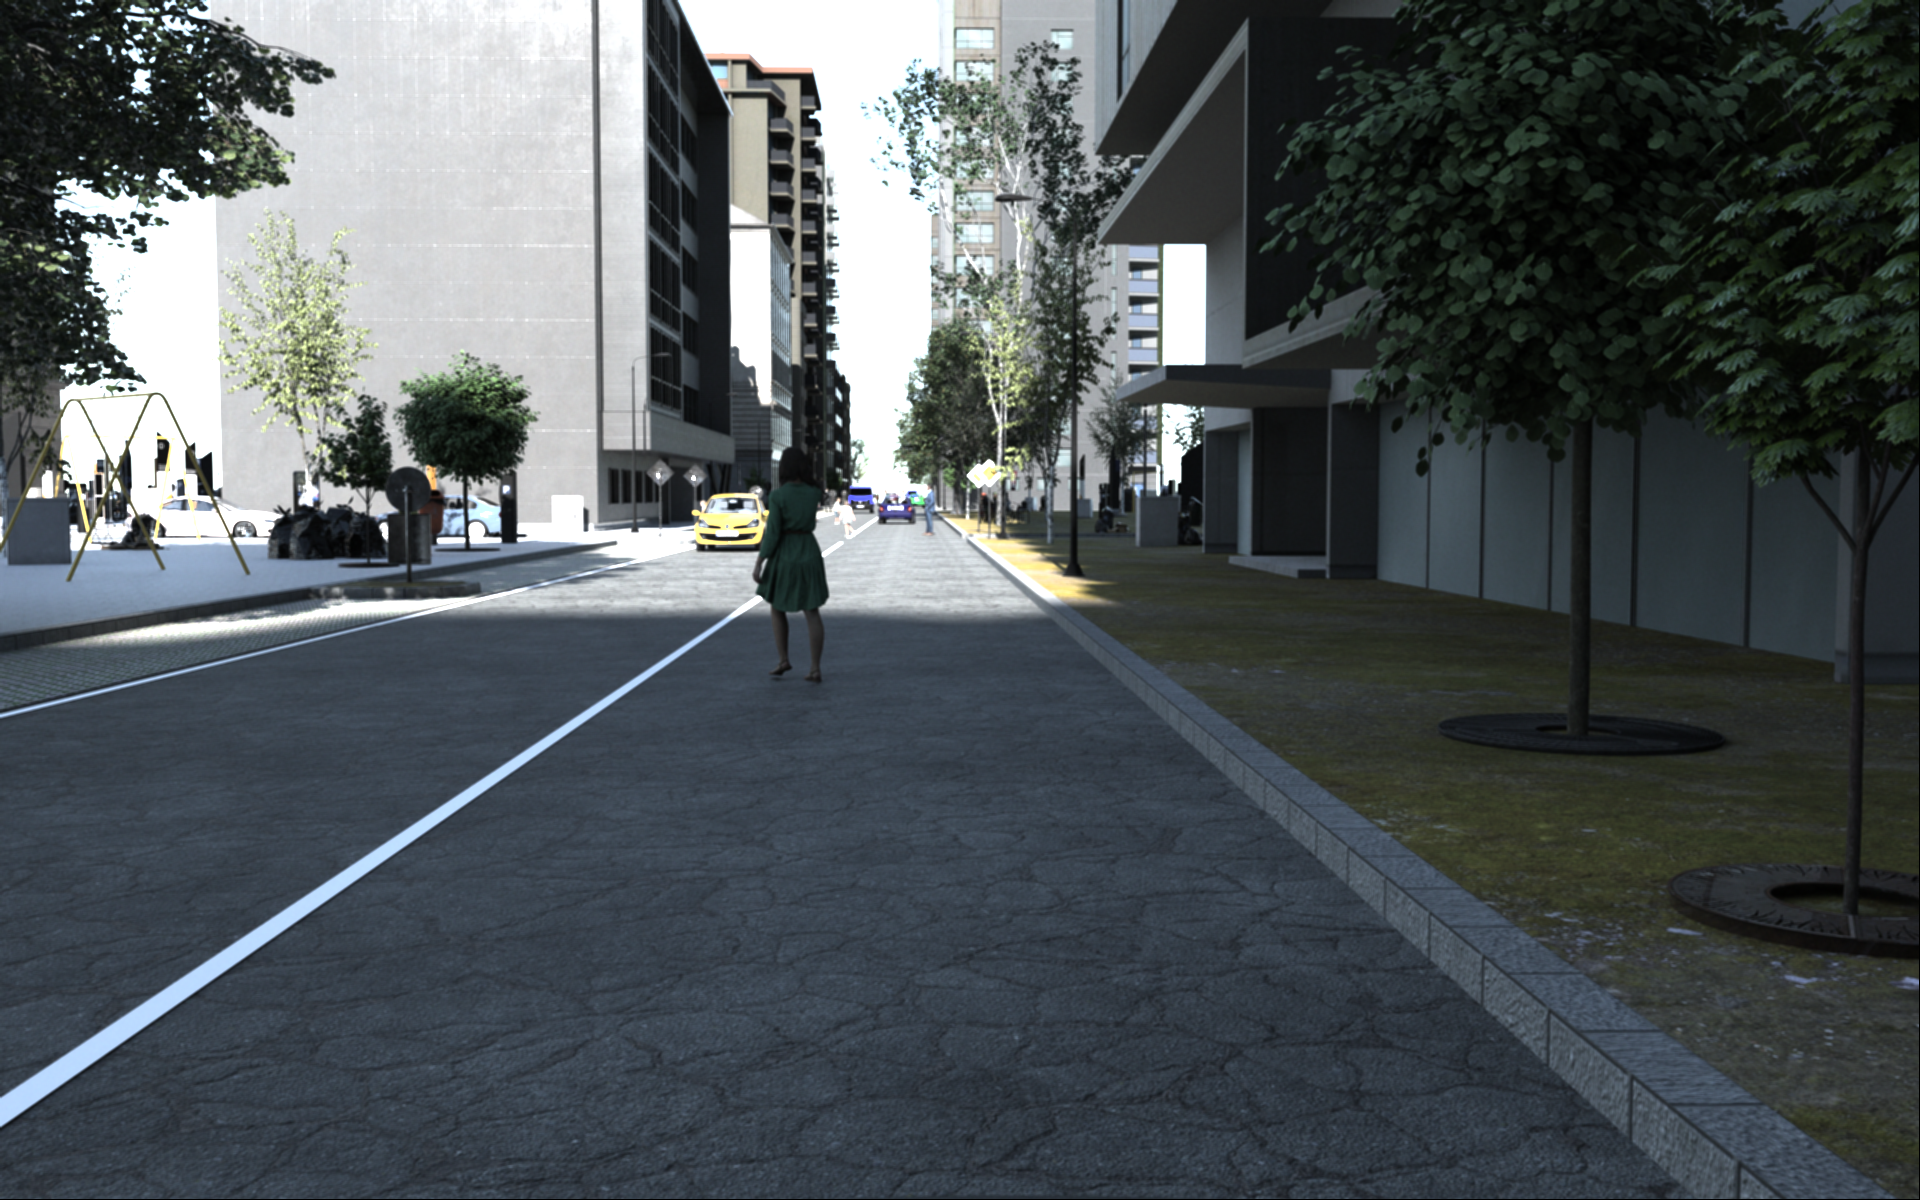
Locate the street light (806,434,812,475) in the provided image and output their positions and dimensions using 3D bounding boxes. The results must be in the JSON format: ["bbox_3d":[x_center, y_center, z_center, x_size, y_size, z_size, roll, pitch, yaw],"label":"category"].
[{"bbox_3d":[-12.288,-9.876,134.011,1.470,5.913,1.316,0,4,-2],"label":"street light"}]

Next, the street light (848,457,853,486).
[{"bbox_3d":[-14.476,-14.942,216.837,1.470,5.913,1.316,0,4,-2],"label":"street light"}]

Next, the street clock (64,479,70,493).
[{"bbox_3d":[-43.922,-4.916,84.954,0.471,2.002,0.358,-1,4,-16],"label":"street clock"}]

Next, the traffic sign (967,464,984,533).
[{"bbox_3d":[0.625,-3.303,57.647,0.795,2.450,0.064,0,4,-2],"label":"traffic sign"}]

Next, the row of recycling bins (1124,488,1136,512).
[{"bbox_3d":[12.201,-7.226,125.252,1.069,1.692,3.534,0,4,2],"label":"row of recycling bins"}]

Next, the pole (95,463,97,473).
[{"bbox_3d":[-57.365,-7.418,115.126,0.158,3.312,0.155,0,3,0],"label":"pole"}]

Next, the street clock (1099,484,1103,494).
[{"bbox_3d":[9.920,-7.140,121.314,0.358,2.002,0.471,1,4,21],"label":"street clock"}]

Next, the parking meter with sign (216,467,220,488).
[{"bbox_3d":[-48.823,-7.079,111.999,1.738,3.016,0.543,-3,5,-40],"label":"parking meter with sign"}]

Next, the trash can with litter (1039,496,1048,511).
[{"bbox_3d":[6.283,-7.235,129.685,0.624,1.170,1.055,1,4,18],"label":"trash can with litter"}]

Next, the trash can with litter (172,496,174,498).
[{"bbox_3d":[-41.374,-4.907,91.283,2.233,1.210,1.678,0,4,8],"label":"trash can with litter"}]

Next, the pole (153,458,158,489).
[{"bbox_3d":[-44.922,-6.297,96.806,0.158,3.312,0.155,0,3,0],"label":"pole"}]

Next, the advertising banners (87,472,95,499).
[{"bbox_3d":[-64.798,-8.092,128.498,2.074,3.025,0.090,-3,5,-44],"label":"advertising banners"}]

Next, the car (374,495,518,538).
[{"bbox_3d":[-16.146,-2.576,54.114,4.499,1.417,2.014,0,4,0],"label":"car"}]

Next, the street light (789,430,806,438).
[{"bbox_3d":[-12.079,-9.324,124.982,1.470,5.913,1.316,0,4,-2],"label":"street light"}]

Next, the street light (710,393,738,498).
[{"bbox_3d":[-10.911,-6.555,79.715,1.470,5.913,1.316,0,4,-2],"label":"street light"}]

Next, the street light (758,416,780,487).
[{"bbox_3d":[-11.332,-7.946,102.461,1.470,5.913,1.316,0,4,-2],"label":"street light"}]

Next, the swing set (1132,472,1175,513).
[{"bbox_3d":[13.484,-7.591,121.731,3.119,2.851,2.862,0,4,3],"label":"swing set"}]

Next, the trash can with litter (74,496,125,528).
[{"bbox_3d":[-32.832,-3.390,66.484,2.233,1.210,1.678,-2,4,-31],"label":"trash can with litter"}]

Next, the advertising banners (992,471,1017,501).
[{"bbox_3d":[3.382,-8.254,131.142,2.074,3.025,0.090,2,4,26],"label":"advertising banners"}]

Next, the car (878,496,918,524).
[{"bbox_3d":[-3.046,-4.372,84.062,1.945,1.354,3.894,0,4,0],"label":"car"}]

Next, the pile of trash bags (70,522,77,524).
[{"bbox_3d":[-39.618,-3.954,74.404,3.447,1.369,1.912,-2,4,-31],"label":"pile of trash bags"}]

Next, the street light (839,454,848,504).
[{"bbox_3d":[-14.105,-14.020,201.775,1.470,5.913,1.316,0,4,-2],"label":"street light"}]

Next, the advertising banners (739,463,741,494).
[{"bbox_3d":[-11.046,-5.544,86.826,0.090,3.025,2.074,0,4,-8],"label":"advertising banners"}]

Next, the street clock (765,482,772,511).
[{"bbox_3d":[-11.812,-6.251,106.767,0.358,2.002,0.471,-3,5,-44],"label":"street clock"}]

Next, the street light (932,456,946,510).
[{"bbox_3d":[-1.811,-10.287,140.733,1.470,5.913,1.316,0,4,-2],"label":"street light"}]

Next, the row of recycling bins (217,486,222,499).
[{"bbox_3d":[-34.281,-4.689,83.775,3.534,1.692,1.069,1,4,8],"label":"row of recycling bins"}]

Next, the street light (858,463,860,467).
[{"bbox_3d":[-15.720,-17.697,261.886,1.470,5.913,1.316,0,4,-2],"label":"street light"}]

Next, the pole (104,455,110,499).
[{"bbox_3d":[-45.036,-5.971,91.465,0.158,3.312,0.155,0,3,0],"label":"pole"}]

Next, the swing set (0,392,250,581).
[{"bbox_3d":[-13.254,-1.817,27.331,3.119,2.851,2.862,3,5,39],"label":"swing set"}]

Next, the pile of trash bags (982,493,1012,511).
[{"bbox_3d":[2.410,-7.243,128.170,1.912,1.369,3.447,-2,4,-29],"label":"pile of trash bags"}]

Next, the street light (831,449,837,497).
[{"bbox_3d":[-13.568,-12.643,179.248,1.470,5.913,1.316,0,4,-2],"label":"street light"}]

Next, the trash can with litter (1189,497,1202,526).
[{"bbox_3d":[9.635,-3.528,69.074,1.055,1.170,0.624,1,4,9],"label":"trash can with litter"}]

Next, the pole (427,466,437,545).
[{"bbox_3d":[-13.258,-3.034,43.452,0.158,3.312,0.155,0,3,0],"label":"pole"}]

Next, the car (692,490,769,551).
[{"bbox_3d":[-5.807,-2.099,44.540,2.015,1.641,3.980,0,4,-2],"label":"car"}]

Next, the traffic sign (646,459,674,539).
[{"bbox_3d":[-8.550,-2.801,49.431,0.795,2.450,0.064,0,4,-2],"label":"traffic sign"}]

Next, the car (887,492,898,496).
[{"bbox_3d":[-11.373,-17.152,289.100,2.281,1.827,5.304,0,4,-3],"label":"car"}]

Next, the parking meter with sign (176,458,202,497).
[{"bbox_3d":[-36.880,-5.268,82.385,0.543,3.016,1.738,1,4,19],"label":"parking meter with sign"}]

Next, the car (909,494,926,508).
[{"bbox_3d":[-4.477,-10.387,178.625,1.959,1.807,4.718,0,4,-3],"label":"car"}]

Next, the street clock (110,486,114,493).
[{"bbox_3d":[-64.496,-7.764,131.507,0.358,2.002,0.471,1,4,16],"label":"street clock"}]

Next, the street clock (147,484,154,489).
[{"bbox_3d":[-60.952,-7.700,130.464,0.358,2.002,0.471,3,5,41],"label":"street clock"}]

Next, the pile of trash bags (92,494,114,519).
[{"bbox_3d":[-44.727,-4.873,89.427,1.912,1.369,3.447,-2,4,-35],"label":"pile of trash bags"}]

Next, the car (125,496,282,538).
[{"bbox_3d":[-23.295,-2.529,53.714,4.827,1.381,2.083,0,4,0],"label":"car"}]

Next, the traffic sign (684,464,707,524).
[{"bbox_3d":[-8.766,-3.289,57.414,0.795,2.450,0.064,0,4,-2],"label":"traffic sign"}]

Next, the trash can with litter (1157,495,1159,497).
[{"bbox_3d":[14.821,-7.349,131.208,1.678,1.210,2.233,-2,4,-33],"label":"trash can with litter"}]

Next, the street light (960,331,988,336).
[{"bbox_3d":[0.700,-4.714,49.611,1.470,5.913,1.316,0,4,-2],"label":"street light"}]

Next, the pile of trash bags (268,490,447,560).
[{"bbox_3d":[-12.146,-1.552,35.122,3.447,1.369,1.912,-2,4,-33],"label":"pile of trash bags"}]

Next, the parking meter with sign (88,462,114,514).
[{"bbox_3d":[-46.737,-5.961,93.731,1.738,3.016,0.543,0,4,-7],"label":"parking meter with sign"}]

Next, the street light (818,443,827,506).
[{"bbox_3d":[-12.898,-11.254,156.536,1.470,5.913,1.316,0,4,-2],"label":"street light"}]

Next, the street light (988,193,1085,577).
[{"bbox_3d":[1.237,-3.326,26.924,1.470,5.913,1.316,0,4,-2],"label":"street light"}]

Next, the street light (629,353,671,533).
[{"bbox_3d":[-10.224,-5.177,57.192,1.470,5.913,1.316,0,4,-2],"label":"street light"}]
